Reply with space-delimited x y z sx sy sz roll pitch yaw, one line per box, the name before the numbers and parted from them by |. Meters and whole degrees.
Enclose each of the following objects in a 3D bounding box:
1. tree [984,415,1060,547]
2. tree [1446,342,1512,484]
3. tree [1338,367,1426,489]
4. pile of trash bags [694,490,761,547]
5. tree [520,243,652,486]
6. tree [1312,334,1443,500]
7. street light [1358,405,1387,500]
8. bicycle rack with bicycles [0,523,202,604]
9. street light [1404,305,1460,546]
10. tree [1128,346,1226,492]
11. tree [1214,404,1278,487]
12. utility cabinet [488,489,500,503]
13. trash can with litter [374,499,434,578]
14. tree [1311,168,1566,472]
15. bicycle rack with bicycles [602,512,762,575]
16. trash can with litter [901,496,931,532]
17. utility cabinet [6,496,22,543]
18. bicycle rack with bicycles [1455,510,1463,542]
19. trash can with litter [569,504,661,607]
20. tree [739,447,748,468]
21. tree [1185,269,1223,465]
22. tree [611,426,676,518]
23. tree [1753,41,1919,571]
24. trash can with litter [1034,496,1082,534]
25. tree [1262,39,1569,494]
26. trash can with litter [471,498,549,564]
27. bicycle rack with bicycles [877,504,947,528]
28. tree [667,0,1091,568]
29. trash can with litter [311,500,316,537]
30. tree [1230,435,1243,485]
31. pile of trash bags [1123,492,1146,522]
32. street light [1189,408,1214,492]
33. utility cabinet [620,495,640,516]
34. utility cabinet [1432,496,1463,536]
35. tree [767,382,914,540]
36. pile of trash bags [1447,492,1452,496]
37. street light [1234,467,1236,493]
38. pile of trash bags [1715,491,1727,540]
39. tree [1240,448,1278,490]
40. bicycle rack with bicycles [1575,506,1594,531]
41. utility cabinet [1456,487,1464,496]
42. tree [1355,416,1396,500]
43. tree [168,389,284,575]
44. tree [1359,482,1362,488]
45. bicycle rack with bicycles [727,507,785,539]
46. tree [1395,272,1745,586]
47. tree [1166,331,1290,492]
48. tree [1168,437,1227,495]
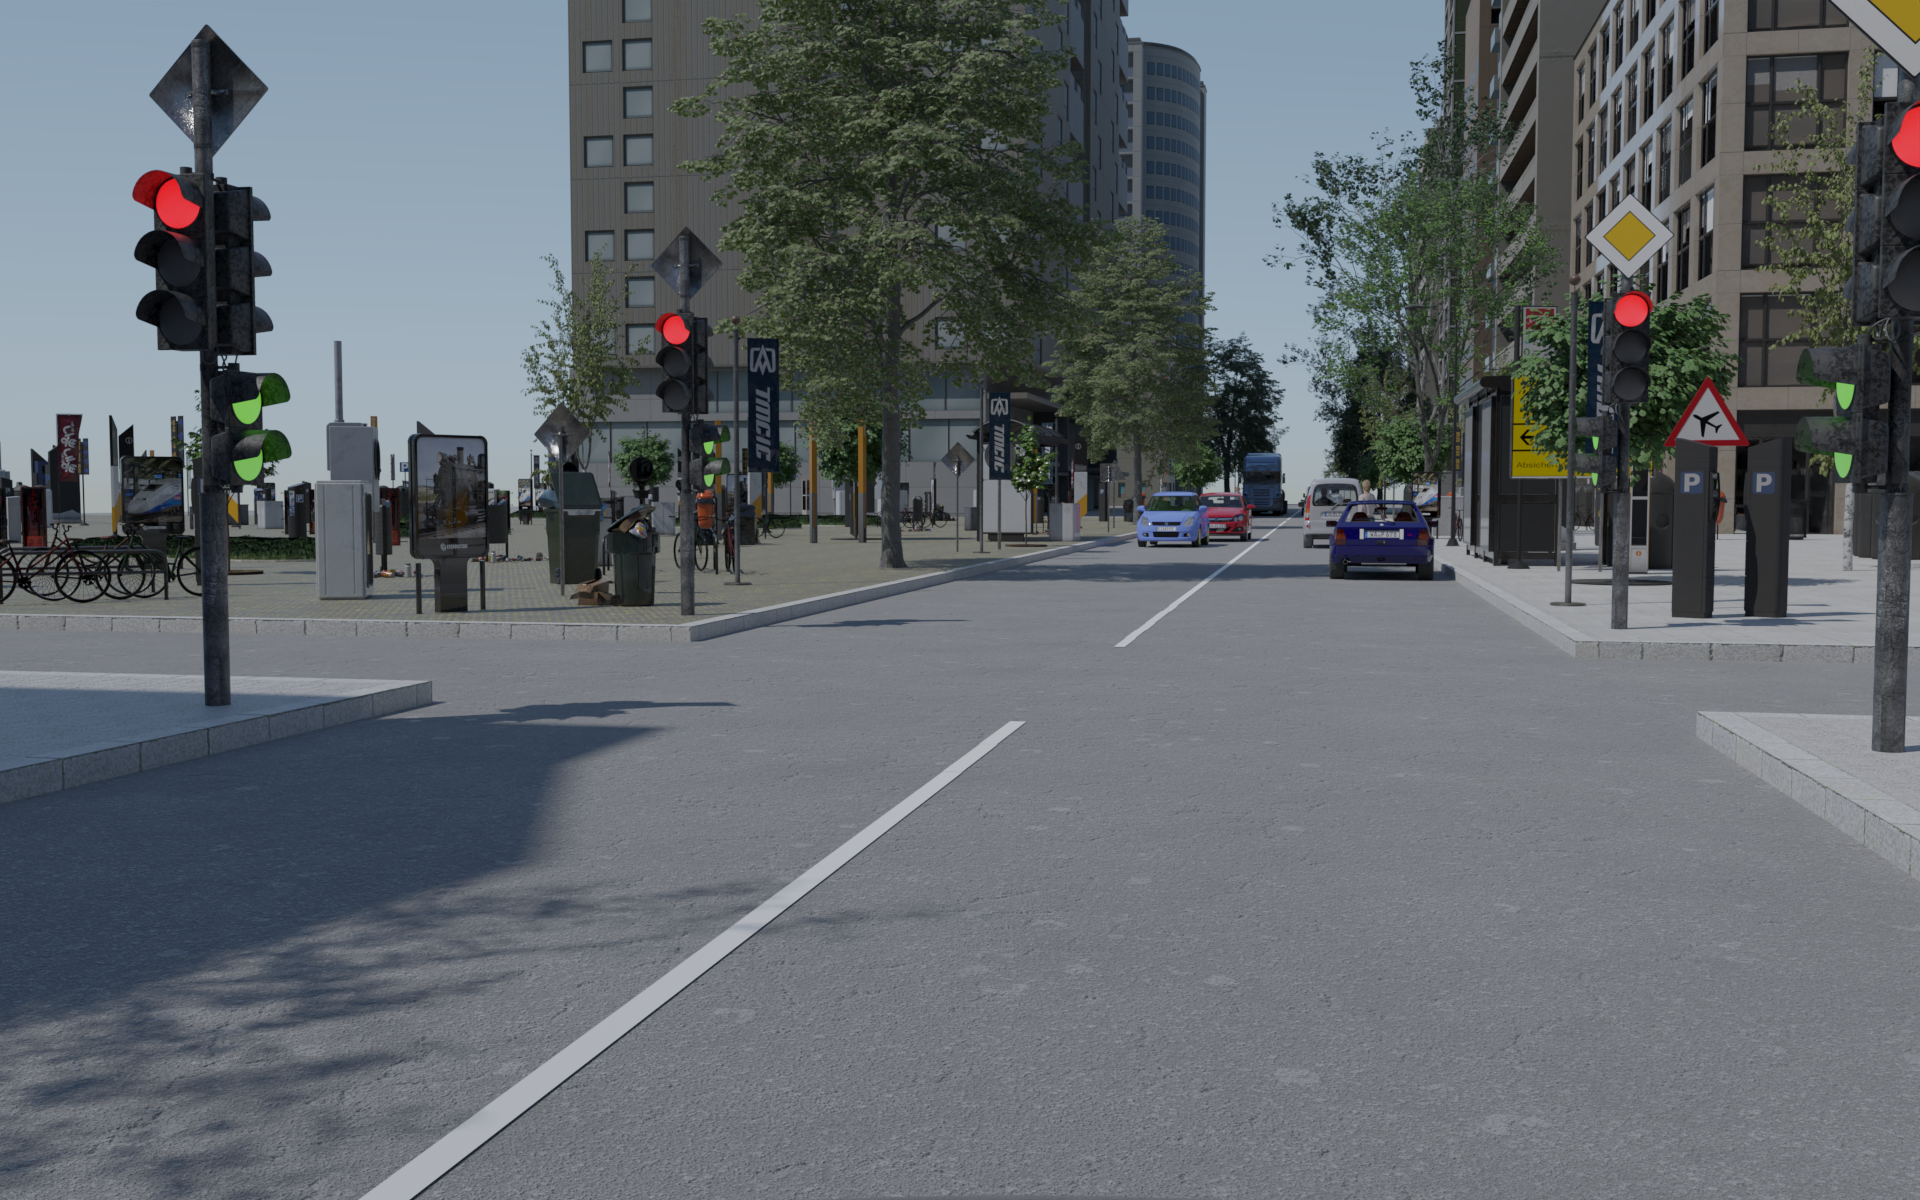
tree | 1.695 -2.905 42.101 1.663 3.219 1.824 0 3 0
tree | 25.885 -8.206 84.530 4.737 8.622 4.395 0 3 0
tree | 24.903 -9.183 100.506 4.737 8.622 4.395 0 3 0
pile of trash bags | -6.064 -2.054 43.340 1.912 1.369 3.447 0 4 2
tree | -11.195 -6.179 51.384 4.737 8.622 4.395 0 3 0
tree | 30.203 -12.680 124.320 9.611 12.733 9.660 0 3 0
street light | 21.528 -7.180 89.938 1.470 5.913 1.316 1 4 12
bicycle rack with bicycles | -10.625 -0.483 21.287 2.925 0.926 2.852 -2 4 -28
street light | 11.588 -4.281 42.527 1.470 5.913 1.316 1 4 12
tree | 10.283 -8.372 87.242 4.360 8.622 3.978 0 3 0
tree | 27.254 -14.287 168.008 7.601 10.594 8.767 0 4 1
utility cabinet | -20.022 -3.973 73.632 1.173 1.500 0.318 3 5 42
trash can with litter | -8.984 -0.991 27.265 1.678 1.210 2.233 -1 4 -22
tree | 14.868 -7.861 54.283 9.928 11.665 9.643 0 3 0
bicycle rack with bicycles | -4.779 -0.923 28.471 2.852 0.926 2.925 0 4 -8
trash can with litter | -1.757 -2.956 59.389 1.678 1.210 2.233 2 4 33
utility cabinet | -24.908 -2.101 45.516 0.306 1.237 1.020 -2 4 -34
bicycle rack with bicycles | 14.357 -2.009 46.228 2.852 0.926 2.925 1 4 12
trash can with litter | -3.977 -0.519 19.877 1.055 1.170 0.624 1 4 15
tree | -9.904 -6.554 90.874 4.285 4.588 4.351 0 3 0
tree | 6.942 -9.373 71.376 7.486 12.596 7.792 0 3 0
tree | -15.206 -6.104 83.520 4.285 4.588 4.351 0 3 0
tree | 15.046 -4.791 28.701 4.737 8.622 4.395 0 3 0
trash can with litter | 2.764 -2.704 55.274 2.233 1.210 1.678 1 4 19
tree | 19.574 -13.416 75.237 12.611 20.169 13.585 0 3 0
trash can with litter | -8.493 -1.351 33.141 1.678 1.210 2.233 2 4 33
bicycle rack with bicycles | -1.922 -3.219 66.017 2.925 0.926 2.852 -1 4 -13
tree | -1.023 -6.811 29.494 7.486 12.596 7.792 0 3 0
trash can with litter | -15.202 -1.879 42.110 1.055 1.170 0.624 1 4 11
tree | 30.174 -14.270 183.675 4.737 8.622 4.395 0 3 0
pile of trash bags | 8.503 -4.319 80.361 1.912 1.369 3.447 0 3 0
street light | 12.930 -7.384 93.263 1.470 5.913 1.316 1 4 12
utility cabinet | -17.020 -4.782 89.340 1.020 1.237 0.306 -1 4 -12
utility cabinet | 15.000 -2.567 53.133 1.020 1.237 0.306 0 4 -1
tree | -3.021 -3.975 48.699 4.285 4.588 4.351 0 3 0
pile of trash bags | 23.329 -4.130 77.282 3.447 1.369 1.912 -1 4 -11
street light | 22.936 -10.298 140.912 1.470 5.913 1.316 1 4 12
pile of trash bags | 20.077 -2.423 49.365 3.447 1.369 1.912 3 5 44
tree | 34.415 -15.472 203.334 4.360 8.622 3.978 0 3 0
bicycle rack with bicycles | 22.348 -2.862 60.183 2.925 0.926 2.852 -3 5 -39
utility cabinet | 16.691 -2.935 56.662 1.173 1.500 0.318 -2 4 -31
tree | 16.787 -4.921 64.177 4.285 4.588 4.351 0 3 0
tree | -11.641 -2.014 27.535 1.663 3.219 1.824 0 3 0
tree | 40.207 -11.039 175.085 1.663 3.219 1.824 0 3 0
bicycle rack with bicycles | -6.504 -2.247 50.121 2.925 0.926 2.852 -1 4 -18
tree | 9.399 -2.506 24.694 4.285 4.588 4.351 0 3 0
tree | 20.672 -13.930 134.413 9.857 13.997 8.962 0 3 0
tree | 13.499 -7.059 99.136 4.285 4.588 4.351 0 3 0
